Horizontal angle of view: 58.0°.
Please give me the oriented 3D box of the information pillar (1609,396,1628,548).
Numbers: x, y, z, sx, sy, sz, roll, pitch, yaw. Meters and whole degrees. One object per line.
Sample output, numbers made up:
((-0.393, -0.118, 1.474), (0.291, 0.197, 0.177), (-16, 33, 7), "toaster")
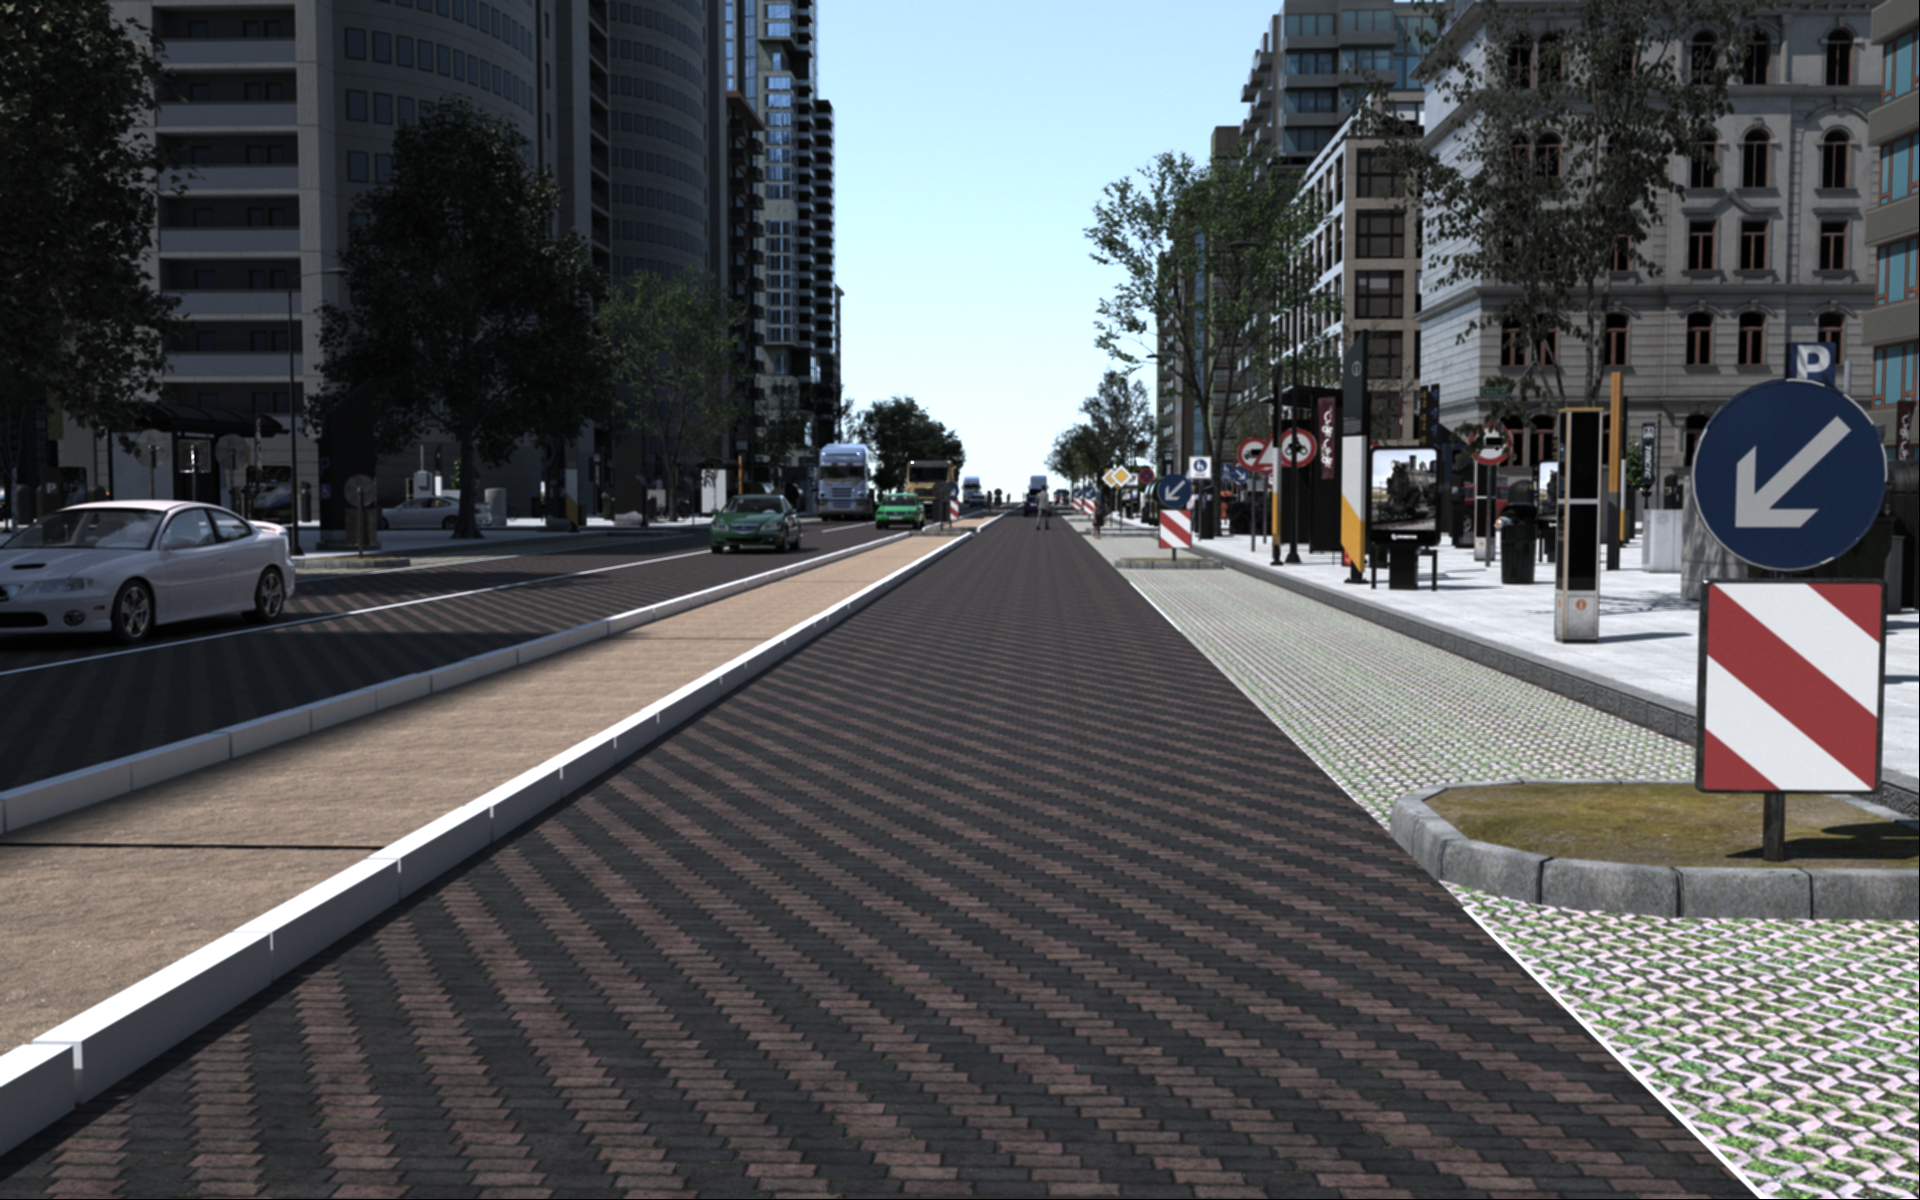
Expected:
((15.754, -3.065, 41.471), (0.183, 3.616, 0.504), (-1, 4, -22), "information pillar")

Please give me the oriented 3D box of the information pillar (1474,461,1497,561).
((10.044, -1.749, 33.093), (0.304, 2.012, 0.304), (3, 5, 41), "information pillar")

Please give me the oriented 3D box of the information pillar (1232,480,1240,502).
((14.239, -5.186, 89.282), (0.304, 2.012, 0.304), (3, 4, 37), "information pillar")

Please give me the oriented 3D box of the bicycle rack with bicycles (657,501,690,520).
((-14.731, -4.435, 85.902), (2.925, 0.926, 2.852), (-3, 4, -38), "bicycle rack with bicycles")

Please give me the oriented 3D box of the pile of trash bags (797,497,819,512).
((-11.142, -6.994, 124.107), (1.912, 1.369, 3.447), (1, 4, 18), "pile of trash bags")

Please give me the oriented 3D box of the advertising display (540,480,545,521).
((-19.151, -4.635, 80.999), (0.974, 1.923, 0.123), (0, 4, 4), "advertising display")

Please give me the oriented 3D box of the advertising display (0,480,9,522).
((-44.498, -4.588, 80.227), (0.974, 1.923, 0.123), (1, 4, 16), "advertising display")

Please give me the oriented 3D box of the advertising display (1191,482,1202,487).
((12.600, -5.406, 93.598), (0.974, 1.923, 0.123), (-1, 4, -10), "advertising display")

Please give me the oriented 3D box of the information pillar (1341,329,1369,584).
((5.658, -2.047, 24.824), (0.183, 3.616, 0.504), (-1, 4, -23), "information pillar")

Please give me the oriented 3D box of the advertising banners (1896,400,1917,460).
((17.022, -2.199, 32.138), (2.074, 3.025, 0.090), (-2, 4, -26), "advertising banners")

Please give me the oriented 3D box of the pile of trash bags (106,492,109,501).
((-69.382, -8.144, 142.912), (1.912, 1.369, 3.447), (3, 5, 41), "pile of trash bags")

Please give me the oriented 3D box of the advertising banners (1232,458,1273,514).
((14.288, -5.399, 84.460), (2.074, 3.025, 0.090), (2, 4, 24), "advertising banners")

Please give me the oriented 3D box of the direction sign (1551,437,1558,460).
((23.655, -4.672, 68.386), (0.379, 3.537, 0.876), (-2, 4, -24), "direction sign")

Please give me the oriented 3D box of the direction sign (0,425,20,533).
((-31.440, -3.977, 57.027), (0.876, 3.537, 0.379), (-1, 4, -20), "direction sign")

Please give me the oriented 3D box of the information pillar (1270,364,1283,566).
((5.688, -2.428, 31.047), (0.183, 3.616, 0.504), (1, 4, 19), "information pillar")

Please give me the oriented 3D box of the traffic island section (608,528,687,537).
((-10.755, -2.269, 59.382), (2.009, 0.180, 2.903), (0, 4, 3), "traffic island section")

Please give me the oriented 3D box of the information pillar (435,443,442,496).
((-24.124, -5.433, 80.178), (0.504, 3.616, 0.183), (3, 5, 41), "information pillar")

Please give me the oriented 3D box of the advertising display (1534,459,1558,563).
((11.101, -1.650, 32.196), (0.123, 1.923, 0.974), (-1, 4, -22), "advertising display")

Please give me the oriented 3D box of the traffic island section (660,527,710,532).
((-10.390, -2.757, 67.359), (2.009, 0.180, 2.903), (0, 4, 3), "traffic island section")

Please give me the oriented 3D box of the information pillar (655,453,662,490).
((-17.388, -6.644, 99.992), (0.183, 3.616, 0.504), (2, 4, 30), "information pillar")

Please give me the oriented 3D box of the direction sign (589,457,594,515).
((-22.701, -7.063, 107.481), (0.379, 3.537, 0.876), (2, 4, 28), "direction sign")

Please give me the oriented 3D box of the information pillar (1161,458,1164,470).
((13.332, -7.505, 114.065), (0.183, 3.616, 0.504), (-1, 4, -10), "information pillar")

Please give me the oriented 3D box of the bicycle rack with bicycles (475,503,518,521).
((-22.490, -4.216, 82.314), (2.925, 0.926, 2.852), (-2, 4, -25), "bicycle rack with bicycles")

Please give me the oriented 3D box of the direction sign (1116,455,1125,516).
((9.365, -6.676, 101.146), (0.379, 3.537, 0.876), (-2, 4, -26), "direction sign")

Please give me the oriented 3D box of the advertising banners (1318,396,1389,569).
((6.905, -2.094, 30.433), (0.090, 3.025, 2.074), (-2, 4, -25), "advertising banners")

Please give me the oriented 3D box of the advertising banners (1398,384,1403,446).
((6.925, -1.890, 27.083), (0.090, 3.025, 2.074), (1, 4, 12), "advertising banners")

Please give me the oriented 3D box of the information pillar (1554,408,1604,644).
((5.324, -0.637, 14.911), (0.304, 2.012, 0.304), (0, 4, 5), "information pillar")

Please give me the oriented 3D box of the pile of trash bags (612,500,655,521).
((-15.528, -4.393, 81.585), (1.912, 1.369, 3.447), (0, 4, 4), "pile of trash bags")

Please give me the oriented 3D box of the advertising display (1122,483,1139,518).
((9.089, -5.357, 92.797), (0.974, 1.923, 0.123), (1, 4, 21), "advertising display")

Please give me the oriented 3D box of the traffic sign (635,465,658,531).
((-10.731, -3.405, 59.319), (0.795, 2.450, 0.064), (0, 4, 3), "traffic sign")

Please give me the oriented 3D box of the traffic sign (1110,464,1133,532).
((5.446, -3.359, 58.563), (0.795, 2.450, 0.064), (0, 4, 3), "traffic sign")

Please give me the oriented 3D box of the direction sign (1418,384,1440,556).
((9.737, -2.692, 36.012), (0.379, 3.537, 0.876), (-1, 4, -9), "direction sign")

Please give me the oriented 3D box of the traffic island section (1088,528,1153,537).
((5.470, -2.224, 58.639), (2.009, 0.180, 2.903), (0, 4, 3), "traffic island section")

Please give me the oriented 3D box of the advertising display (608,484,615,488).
((-23.251, -6.766, 115.842), (0.123, 1.923, 0.974), (3, 5, 43), "advertising display")

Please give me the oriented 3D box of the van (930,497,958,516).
((-1.101, -6.596, 114.850), (2.013, 2.044, 4.112), (0, 4, 2), "van")

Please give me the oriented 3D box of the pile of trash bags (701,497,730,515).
((-14.745, -5.789, 104.397), (1.912, 1.369, 3.447), (-1, 4, -21), "pile of trash bags")

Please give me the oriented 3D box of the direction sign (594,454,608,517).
((-20.317, -6.529, 98.750), (0.379, 3.537, 0.876), (-3, 5, -41), "direction sign")

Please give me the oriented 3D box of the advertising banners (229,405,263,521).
((-13.769, -2.282, 33.493), (0.090, 3.025, 2.074), (0, 4, -5), "advertising banners")

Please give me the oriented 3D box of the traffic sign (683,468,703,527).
((-10.367, -3.893, 67.296), (0.795, 2.450, 0.064), (0, 4, 3), "traffic sign")

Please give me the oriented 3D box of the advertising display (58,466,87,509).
((-20.898, -2.178, 40.829), (0.123, 1.923, 0.974), (0, 4, 4), "advertising display")

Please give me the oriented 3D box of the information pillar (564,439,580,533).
((-12.862, -4.036, 57.350), (0.183, 3.616, 0.504), (3, 4, 36), "information pillar")

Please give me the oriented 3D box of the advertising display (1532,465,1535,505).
((12.592, -1.928, 36.737), (0.123, 1.923, 0.974), (-3, 5, -40), "advertising display")

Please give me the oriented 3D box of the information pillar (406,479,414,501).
((-25.990, -4.735, 81.917), (0.304, 2.012, 0.304), (-2, 4, -33), "information pillar")

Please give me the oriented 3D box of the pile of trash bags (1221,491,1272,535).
((9.311, -2.801, 55.552), (1.912, 1.369, 3.447), (-2, 4, -27), "pile of trash bags")

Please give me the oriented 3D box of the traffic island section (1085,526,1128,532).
((5.834, -2.712, 66.616), (2.009, 0.180, 2.903), (0, 4, 3), "traffic island section")

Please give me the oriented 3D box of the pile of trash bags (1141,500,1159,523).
((9.616, -4.076, 76.403), (3.447, 1.369, 1.912), (1, 4, 15), "pile of trash bags")

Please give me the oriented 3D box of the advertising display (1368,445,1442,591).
((5.941, -1.097, 23.150), (0.974, 1.923, 0.123), (3, 4, 37), "advertising display")

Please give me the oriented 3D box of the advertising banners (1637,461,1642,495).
((30.180, -5.009, 78.091), (2.074, 3.025, 0.090), (-2, 4, -26), "advertising banners")

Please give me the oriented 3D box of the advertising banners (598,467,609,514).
((-23.286, -7.158, 113.217), (0.090, 3.025, 2.074), (-2, 4, -29), "advertising banners")

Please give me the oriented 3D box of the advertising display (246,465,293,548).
((-15.616, -2.079, 39.209), (0.974, 1.923, 0.123), (-2, 4, -30), "advertising display")

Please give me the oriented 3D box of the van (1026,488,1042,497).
((8.286, -11.176, 187.109), (2.240, 2.365, 5.245), (0, 4, 2), "van")

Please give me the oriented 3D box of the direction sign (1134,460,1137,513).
((11.773, -7.600, 116.259), (0.379, 3.537, 0.876), (1, 4, 12), "direction sign")

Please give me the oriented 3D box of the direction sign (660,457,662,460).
((-18.118, -6.906, 104.911), (0.379, 3.537, 0.876), (0, 4, -1), "direction sign")

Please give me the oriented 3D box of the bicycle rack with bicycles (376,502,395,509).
((-27.634, -4.088, 80.221), (2.925, 0.926, 2.852), (0, 4, -1), "bicycle rack with bicycles")
